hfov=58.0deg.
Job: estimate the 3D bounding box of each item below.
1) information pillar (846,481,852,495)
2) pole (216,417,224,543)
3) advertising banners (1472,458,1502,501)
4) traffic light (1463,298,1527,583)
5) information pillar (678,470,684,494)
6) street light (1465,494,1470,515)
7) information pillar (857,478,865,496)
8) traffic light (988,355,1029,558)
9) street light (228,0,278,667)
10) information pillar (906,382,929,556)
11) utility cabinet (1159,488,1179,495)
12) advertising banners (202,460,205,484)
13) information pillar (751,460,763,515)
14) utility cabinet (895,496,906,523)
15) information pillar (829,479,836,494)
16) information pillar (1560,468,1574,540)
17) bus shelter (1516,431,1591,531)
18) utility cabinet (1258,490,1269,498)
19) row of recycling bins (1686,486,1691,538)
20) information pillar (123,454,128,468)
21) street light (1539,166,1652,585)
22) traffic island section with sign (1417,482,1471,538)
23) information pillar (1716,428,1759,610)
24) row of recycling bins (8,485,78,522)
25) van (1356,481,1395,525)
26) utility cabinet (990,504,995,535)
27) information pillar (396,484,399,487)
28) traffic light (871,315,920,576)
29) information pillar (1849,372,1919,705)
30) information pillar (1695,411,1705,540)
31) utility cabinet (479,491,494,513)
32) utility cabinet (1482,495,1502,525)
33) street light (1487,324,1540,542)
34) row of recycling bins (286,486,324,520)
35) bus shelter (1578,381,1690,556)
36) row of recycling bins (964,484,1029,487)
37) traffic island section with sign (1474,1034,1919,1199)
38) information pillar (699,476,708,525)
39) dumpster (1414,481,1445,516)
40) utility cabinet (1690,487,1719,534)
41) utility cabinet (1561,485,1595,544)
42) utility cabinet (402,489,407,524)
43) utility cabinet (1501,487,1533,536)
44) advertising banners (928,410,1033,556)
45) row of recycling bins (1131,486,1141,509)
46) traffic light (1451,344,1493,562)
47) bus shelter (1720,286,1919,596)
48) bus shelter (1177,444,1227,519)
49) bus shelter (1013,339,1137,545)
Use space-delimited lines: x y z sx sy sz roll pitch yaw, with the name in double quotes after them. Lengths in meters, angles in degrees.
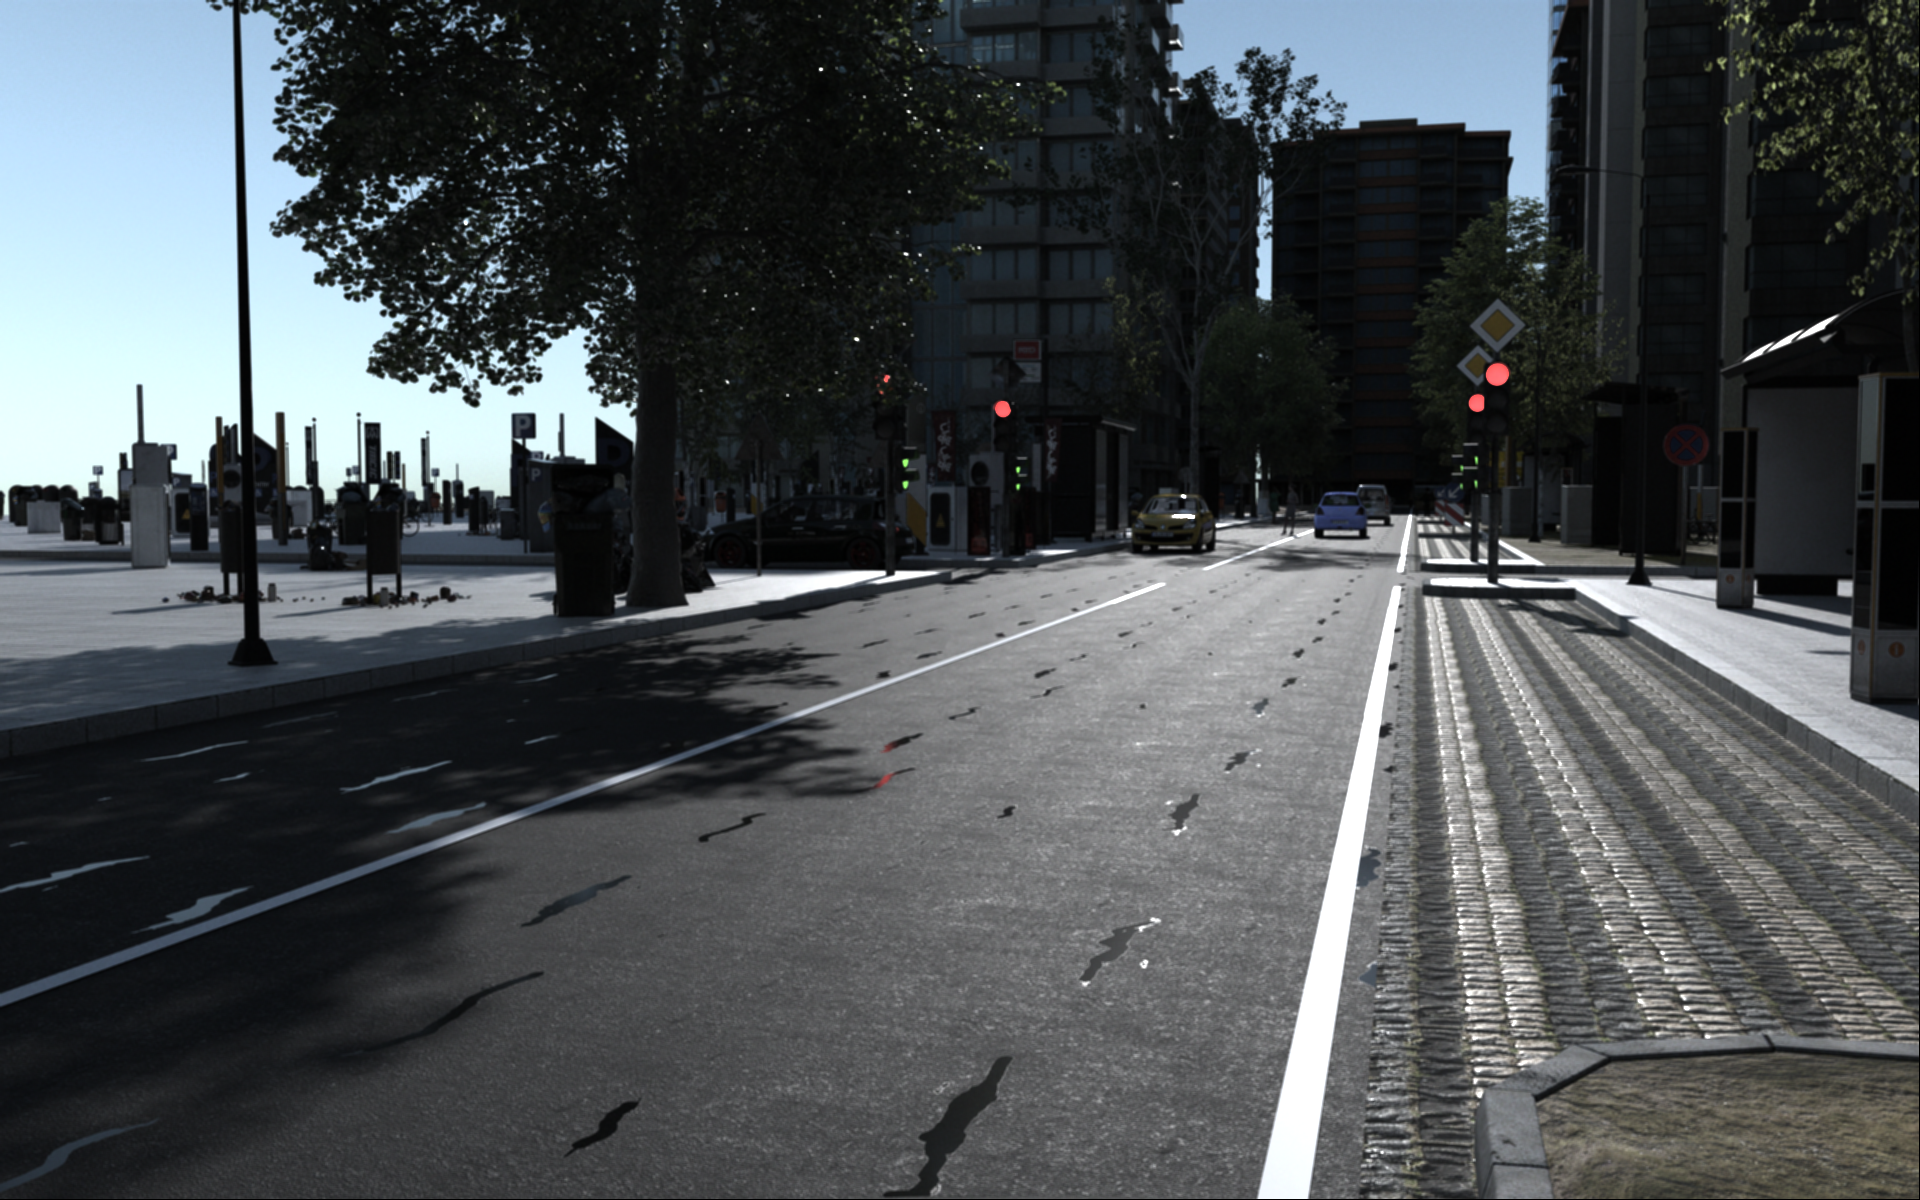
-6.182 -5.616 96.318 0.304 2.012 0.304 0 4 4 "information pillar"
-19.511 -3.171 45.691 0.158 3.312 0.155 0 3 0 "pole"
24.285 -5.059 78.903 2.074 3.025 0.090 2 4 31 "advertising banners"
7.688 -2.203 24.942 0.839 4.253 0.868 1 4 15 "traffic light"
-8.319 -2.914 52.137 0.304 2.012 0.304 0 4 -6 "information pillar"
22.418 -6.284 75.289 1.470 5.913 1.316 1 4 15 "street light"
-4.664 -4.717 81.618 0.304 2.012 0.304 1 4 11 "information pillar"
0.946 -2.815 34.943 0.839 4.253 0.868 1 4 15 "traffic light"
-4.809 -2.458 12.734 1.470 5.913 1.316 1 4 15 "street light"
-0.900 -2.739 36.139 0.504 3.616 0.183 -3 5 -41 "information pillar"
7.664 -3.351 63.472 0.318 1.500 1.173 -1 4 -16 "utility cabinet"
-39.502 -5.740 90.035 0.090 3.025 2.074 -2 4 -35 "advertising banners"
-8.122 -4.770 69.336 0.504 3.616 0.183 0 4 0 "information pillar"
-1.592 -1.947 42.998 0.306 1.237 1.020 -1 4 -15 "utility cabinet"
-6.105 -4.825 83.386 0.304 2.012 0.304 1 4 16 "information pillar"
17.061 -2.704 48.709 0.304 2.012 0.304 2 4 23 "information pillar"
19.736 -3.910 57.860 2.014 3.302 5.546 1 4 15 "bus shelter"
18.479 -5.917 105.424 0.318 1.500 1.173 2 4 28 "utility cabinet"
20.769 -2.675 50.842 1.069 1.692 3.534 1 4 18 "row of recycling bins"
-48.559 -6.691 100.754 0.504 3.616 0.183 3 4 37 "information pillar"
9.122 -3.181 24.556 1.470 5.913 1.316 1 4 15 "street light"
16.013 -2.932 56.564 1.989 1.847 2.006 1 4 15 "traffic island section with sign"
8.691 -0.910 19.368 0.304 2.012 0.304 -3 5 -43 "information pillar"
-41.896 -4.409 79.203 3.534 1.692 1.069 1 4 14 "row of recycling bins"
19.367 -4.547 81.348 2.013 2.044 4.112 1 4 15 "van"
1.018 -2.615 53.918 1.020 1.237 0.306 -1 4 -20 "utility cabinet"
-39.660 -7.189 122.033 0.304 2.012 0.304 -1 4 -9 "information pillar"
-1.081 -2.342 27.219 0.839 4.253 0.868 1 4 15 "traffic light"
5.708 -0.376 10.637 0.304 2.012 0.304 0 4 4 "information pillar"
20.776 -3.500 48.579 0.183 3.616 0.504 2 4 30 "information pillar"
-30.229 -6.203 110.095 1.173 1.500 0.318 0 4 4 "utility cabinet"
21.972 -3.694 71.564 0.306 1.237 1.020 -1 4 -17 "utility cabinet"
14.824 -4.507 46.222 1.470 5.913 1.316 1 4 15 "street light"
-33.597 -4.917 87.501 3.534 1.692 1.069 2 4 24 "row of recycling bins"
14.990 -2.905 38.772 1.731 3.624 6.357 1 4 15 "bus shelter"
1.575 -4.175 75.375 3.534 1.692 1.069 2 4 32 "row of recycling bins"
1.963 0.343 3.019 1.989 1.847 2.006 1 4 15 "traffic island section with sign"
-10.621 -4.111 71.705 0.304 2.012 0.304 0 4 3 "information pillar"
30.507 -6.582 112.566 1.985 2.255 1.502 1 4 14 "dumpster"
23.727 -2.864 55.503 0.318 1.500 1.173 -3 4 -39 "utility cabinet"
15.870 -2.157 43.954 1.173 1.500 0.318 -1 4 -12 "utility cabinet"
-23.897 -3.947 73.212 0.318 1.500 1.173 1 4 22 "utility cabinet"
17.078 -2.715 53.069 1.173 1.500 0.318 -3 4 -39 "utility cabinet"
0.423 -2.442 36.121 2.074 3.025 0.090 1 4 8 "advertising banners"
8.747 -5.190 91.967 1.069 1.692 3.534 -1 4 -11 "row of recycling bins"
9.715 -2.676 32.667 0.839 4.253 0.868 1 4 15 "traffic light"
10.068 -1.564 19.492 2.014 3.302 5.546 1 4 15 "bus shelter"
11.876 -5.727 84.912 1.731 3.624 6.357 1 4 15 "bus shelter"
3.087 -4.260 47.279 2.179 5.291 8.768 1 4 15 "bus shelter"
